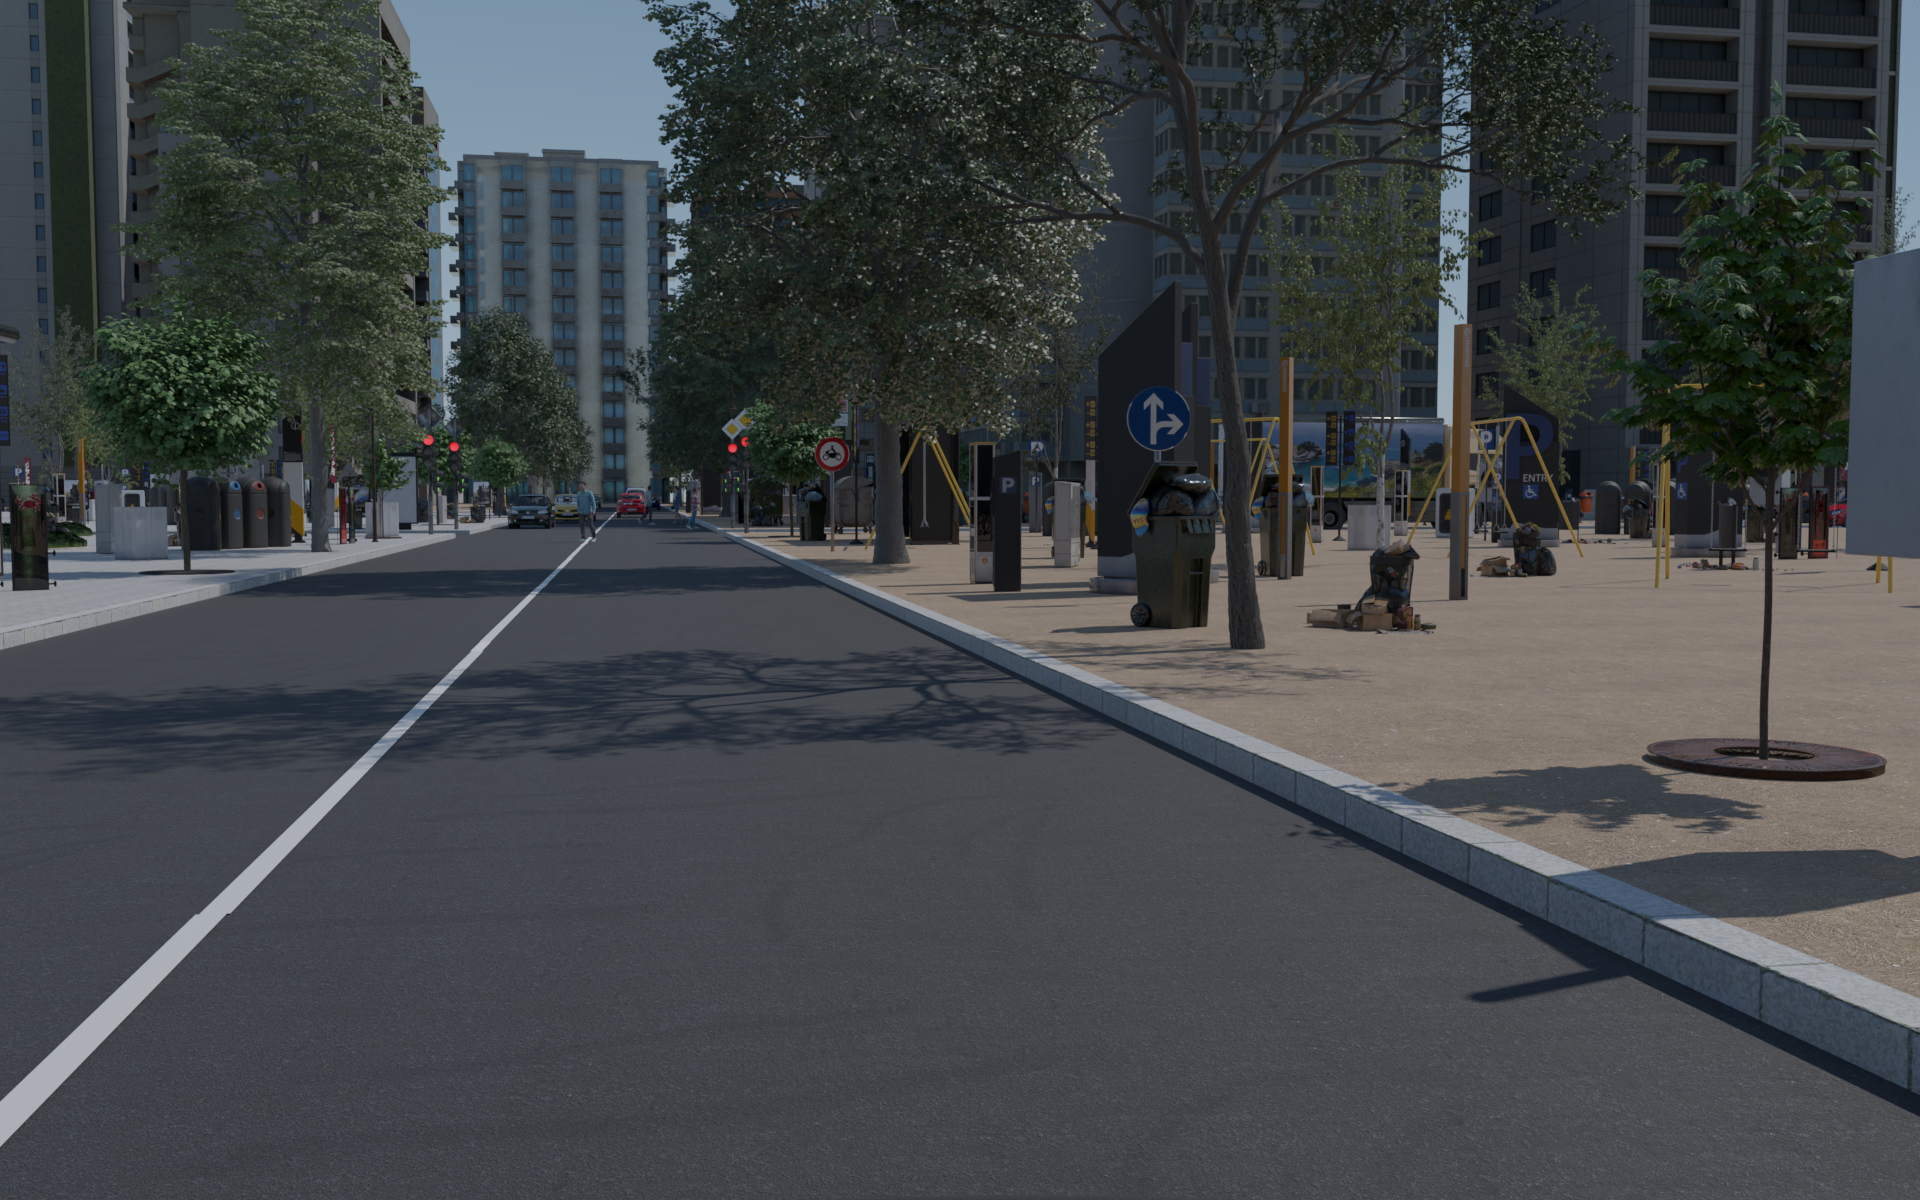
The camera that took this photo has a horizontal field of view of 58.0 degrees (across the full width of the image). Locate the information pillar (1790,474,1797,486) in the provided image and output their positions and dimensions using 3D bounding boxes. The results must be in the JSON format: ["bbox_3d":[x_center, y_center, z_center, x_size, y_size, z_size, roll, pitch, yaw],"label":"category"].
[{"bbox_3d":[21.285,-2.452,44.583,0.304,2.012,0.304,-1,4,-14],"label":"information pillar"}]

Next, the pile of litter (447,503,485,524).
[{"bbox_3d":[-21.558,-3.800,76.097,1.176,0.858,1.719,2,4,23],"label":"pile of litter"}]

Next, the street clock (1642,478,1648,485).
[{"bbox_3d":[31.171,-4.545,78.876,0.358,2.002,0.471,2,4,29],"label":"street clock"}]

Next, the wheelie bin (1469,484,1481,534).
[{"bbox_3d":[16.434,-2.933,55.856,0.980,1.594,0.693,-3,5,-40],"label":"wheelie bin"}]

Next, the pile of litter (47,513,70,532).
[{"bbox_3d":[-23.316,-1.840,44.041,1.719,0.858,1.176,-2,4,-25],"label":"pile of litter"}]

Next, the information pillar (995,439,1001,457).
[{"bbox_3d":[1.537,-5.052,73.958,0.504,3.616,0.183,-1,4,-14],"label":"information pillar"}]

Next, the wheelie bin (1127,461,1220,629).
[{"bbox_3d":[2.097,-0.540,16.744,0.980,1.594,0.693,-3,5,-43],"label":"wheelie bin"}]

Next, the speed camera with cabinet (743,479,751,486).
[{"bbox_3d":[-12.582,-6.981,108.475,2.038,3.252,0.660,1,4,10],"label":"speed camera with cabinet"}]

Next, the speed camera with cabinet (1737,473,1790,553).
[{"bbox_3d":[17.006,-2.665,37.902,2.038,3.252,0.660,3,5,43],"label":"speed camera with cabinet"}]

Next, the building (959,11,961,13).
[{"bbox_3d":[4.055,-57.457,252.094,31.000,86.520,22.319,-1,4,-11],"label":"building"}]

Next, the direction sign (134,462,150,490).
[{"bbox_3d":[-52.797,-7.331,111.860,0.876,3.537,0.379,-2,4,-32],"label":"direction sign"}]

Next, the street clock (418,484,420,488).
[{"bbox_3d":[-27.288,-5.024,86.716,0.471,2.002,0.358,2,4,33],"label":"street clock"}]

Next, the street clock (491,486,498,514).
[{"bbox_3d":[-30.638,-6.693,113.993,0.358,2.002,0.471,2,4,30],"label":"street clock"}]

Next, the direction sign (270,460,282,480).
[{"bbox_3d":[-45.107,-7.475,114.216,0.876,3.537,0.379,1,4,15],"label":"direction sign"}]

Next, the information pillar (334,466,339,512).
[{"bbox_3d":[-44.213,-8.041,122.829,0.183,3.616,0.504,0,4,7],"label":"information pillar"}]

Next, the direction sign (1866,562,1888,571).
[{"bbox_3d":[15.431,-2.262,28.982,0.379,3.537,0.876,3,4,36],"label":"direction sign"}]

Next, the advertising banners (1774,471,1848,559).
[{"bbox_3d":[16.993,-2.329,34.265,2.074,3.025,0.090,-1,4,-19],"label":"advertising banners"}]

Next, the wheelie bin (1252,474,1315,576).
[{"bbox_3d":[5.089,-1.176,27.128,0.980,1.594,0.693,-1,4,-9],"label":"wheelie bin"}]

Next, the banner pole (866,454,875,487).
[{"bbox_3d":[-4.723,-6.385,94.409,0.863,3.779,0.401,1,4,10],"label":"banner pole"}]

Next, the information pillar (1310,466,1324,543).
[{"bbox_3d":[9.354,-2.502,45.404,0.304,2.012,0.304,1,4,21],"label":"information pillar"}]

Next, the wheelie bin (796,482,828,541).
[{"bbox_3d":[-4.051,-2.414,47.373,0.693,1.594,0.980,-3,4,-38],"label":"wheelie bin"}]

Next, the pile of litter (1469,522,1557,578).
[{"bbox_3d":[8.654,-0.809,27.187,1.719,0.858,1.176,-2,4,-24],"label":"pile of litter"}]

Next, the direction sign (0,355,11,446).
[{"bbox_3d":[-15.802,-2.200,27.975,0.379,3.537,0.876,3,5,42],"label":"direction sign"}]

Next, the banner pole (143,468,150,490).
[{"bbox_3d":[-55.886,-7.908,119.310,0.863,3.779,0.401,-3,4,-38],"label":"banner pole"}]

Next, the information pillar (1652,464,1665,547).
[{"bbox_3d":[16.910,-2.281,41.782,0.304,2.012,0.304,0,4,4],"label":"information pillar"}]

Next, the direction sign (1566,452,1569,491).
[{"bbox_3d":[32.570,-6.172,92.911,0.379,3.537,0.876,1,4,14],"label":"direction sign"}]

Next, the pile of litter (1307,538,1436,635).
[{"bbox_3d":[3.941,-0.164,16.644,1.176,0.858,1.719,0,4,3],"label":"pile of litter"}]

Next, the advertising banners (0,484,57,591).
[{"bbox_3d":[-12.825,-1.603,22.389,0.090,3.025,2.074,3,5,41],"label":"advertising banners"}]

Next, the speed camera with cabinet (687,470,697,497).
[{"bbox_3d":[-17.697,-7.614,118.820,2.038,3.252,0.660,-1,4,-10],"label":"speed camera with cabinet"}]

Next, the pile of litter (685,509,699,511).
[{"bbox_3d":[-20.438,-7.265,132.753,1.176,0.858,1.719,-1,4,-20],"label":"pile of litter"}]

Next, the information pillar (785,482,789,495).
[{"bbox_3d":[-12.852,-8.418,128.993,0.183,3.616,0.504,-3,5,-41],"label":"information pillar"}]

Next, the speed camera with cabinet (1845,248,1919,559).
[{"bbox_3d":[4.369,-0.733,6.321,2.038,3.252,0.660,0,4,-5],"label":"speed camera with cabinet"}]

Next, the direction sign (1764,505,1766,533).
[{"bbox_3d":[26.455,-3.962,56.773,0.379,3.537,0.876,-1,4,-17],"label":"direction sign"}]

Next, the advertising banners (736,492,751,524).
[{"bbox_3d":[-8.761,-4.828,75.119,2.074,3.025,0.090,-2,4,-32],"label":"advertising banners"}]

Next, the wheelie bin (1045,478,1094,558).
[{"bbox_3d":[2.220,-1.643,34.775,0.980,1.594,0.693,0,4,-7],"label":"wheelie bin"}]

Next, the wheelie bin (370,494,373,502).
[{"bbox_3d":[-24.716,-3.995,73.219,0.980,1.594,0.693,-2,4,-24],"label":"wheelie bin"}]

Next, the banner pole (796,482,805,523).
[{"bbox_3d":[-7.085,-5.235,75.606,0.401,3.779,0.863,-1,4,-11],"label":"banner pole"}]

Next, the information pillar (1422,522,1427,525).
[{"bbox_3d":[19.047,-4.864,70.889,0.183,3.616,0.504,1,4,15],"label":"information pillar"}]

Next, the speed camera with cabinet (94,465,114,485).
[{"bbox_3d":[-64.105,-8.235,128.971,2.038,3.252,0.660,-1,4,-23],"label":"speed camera with cabinet"}]

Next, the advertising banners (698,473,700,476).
[{"bbox_3d":[-20.054,-8.740,139.079,2.074,3.025,0.090,-1,4,-19],"label":"advertising banners"}]

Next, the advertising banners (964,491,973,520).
[{"bbox_3d":[-0.244,-5.376,84.084,2.074,3.025,0.090,-2,4,-25],"label":"advertising banners"}]

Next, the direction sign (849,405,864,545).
[{"bbox_3d":[-2.643,-3.187,44.100,0.379,3.537,0.876,0,4,6],"label":"direction sign"}]

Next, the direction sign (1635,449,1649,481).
[{"bbox_3d":[33.999,-5.773,86.380,0.876,3.537,0.379,-2,4,-24],"label":"direction sign"}]

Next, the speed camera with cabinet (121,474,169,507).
[{"bbox_3d":[-36.119,-5.033,76.631,2.038,3.252,0.660,-3,5,-40],"label":"speed camera with cabinet"}]

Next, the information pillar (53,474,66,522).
[{"bbox_3d":[-32.539,-3.553,62.585,0.304,2.012,0.304,3,4,36],"label":"information pillar"}]

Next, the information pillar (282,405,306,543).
[{"bbox_3d":[-17.445,-3.302,45.350,0.504,3.616,0.183,-1,4,-9],"label":"information pillar"}]

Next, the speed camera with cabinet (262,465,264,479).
[{"bbox_3d":[-47.668,-7.529,117.434,0.660,3.252,2.038,-3,5,-40],"label":"speed camera with cabinet"}]

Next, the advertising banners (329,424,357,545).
[{"bbox_3d":[-15.734,-2.932,44.131,0.090,3.025,2.074,0,4,-3],"label":"advertising banners"}]

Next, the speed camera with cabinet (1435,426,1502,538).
[{"bbox_3d":[14.937,-3.437,50.533,0.660,3.252,2.038,-3,5,-45],"label":"speed camera with cabinet"}]

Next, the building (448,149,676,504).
[{"bbox_3d":[-55.344,-38.147,243.313,30.456,49.044,23.786,-1,4,-11],"label":"building"}]

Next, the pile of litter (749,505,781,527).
[{"bbox_3d":[-7.871,-3.341,68.596,1.719,0.858,1.176,2,4,35],"label":"pile of litter"}]

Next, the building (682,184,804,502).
[{"bbox_3d":[-25.545,-36.253,247.363,28.867,44.769,22.147,-1,4,-11],"label":"building"}]

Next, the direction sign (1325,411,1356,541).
[{"bbox_3d":[10.393,-3.386,47.364,0.876,3.537,0.379,3,5,40],"label":"direction sign"}]

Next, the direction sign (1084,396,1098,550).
[{"bbox_3d":[3.214,-2.943,40.121,0.876,3.537,0.379,-3,4,-38],"label":"direction sign"}]

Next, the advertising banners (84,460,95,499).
[{"bbox_3d":[-44.214,-5.641,88.418,0.090,3.025,2.074,1,4,14],"label":"advertising banners"}]
